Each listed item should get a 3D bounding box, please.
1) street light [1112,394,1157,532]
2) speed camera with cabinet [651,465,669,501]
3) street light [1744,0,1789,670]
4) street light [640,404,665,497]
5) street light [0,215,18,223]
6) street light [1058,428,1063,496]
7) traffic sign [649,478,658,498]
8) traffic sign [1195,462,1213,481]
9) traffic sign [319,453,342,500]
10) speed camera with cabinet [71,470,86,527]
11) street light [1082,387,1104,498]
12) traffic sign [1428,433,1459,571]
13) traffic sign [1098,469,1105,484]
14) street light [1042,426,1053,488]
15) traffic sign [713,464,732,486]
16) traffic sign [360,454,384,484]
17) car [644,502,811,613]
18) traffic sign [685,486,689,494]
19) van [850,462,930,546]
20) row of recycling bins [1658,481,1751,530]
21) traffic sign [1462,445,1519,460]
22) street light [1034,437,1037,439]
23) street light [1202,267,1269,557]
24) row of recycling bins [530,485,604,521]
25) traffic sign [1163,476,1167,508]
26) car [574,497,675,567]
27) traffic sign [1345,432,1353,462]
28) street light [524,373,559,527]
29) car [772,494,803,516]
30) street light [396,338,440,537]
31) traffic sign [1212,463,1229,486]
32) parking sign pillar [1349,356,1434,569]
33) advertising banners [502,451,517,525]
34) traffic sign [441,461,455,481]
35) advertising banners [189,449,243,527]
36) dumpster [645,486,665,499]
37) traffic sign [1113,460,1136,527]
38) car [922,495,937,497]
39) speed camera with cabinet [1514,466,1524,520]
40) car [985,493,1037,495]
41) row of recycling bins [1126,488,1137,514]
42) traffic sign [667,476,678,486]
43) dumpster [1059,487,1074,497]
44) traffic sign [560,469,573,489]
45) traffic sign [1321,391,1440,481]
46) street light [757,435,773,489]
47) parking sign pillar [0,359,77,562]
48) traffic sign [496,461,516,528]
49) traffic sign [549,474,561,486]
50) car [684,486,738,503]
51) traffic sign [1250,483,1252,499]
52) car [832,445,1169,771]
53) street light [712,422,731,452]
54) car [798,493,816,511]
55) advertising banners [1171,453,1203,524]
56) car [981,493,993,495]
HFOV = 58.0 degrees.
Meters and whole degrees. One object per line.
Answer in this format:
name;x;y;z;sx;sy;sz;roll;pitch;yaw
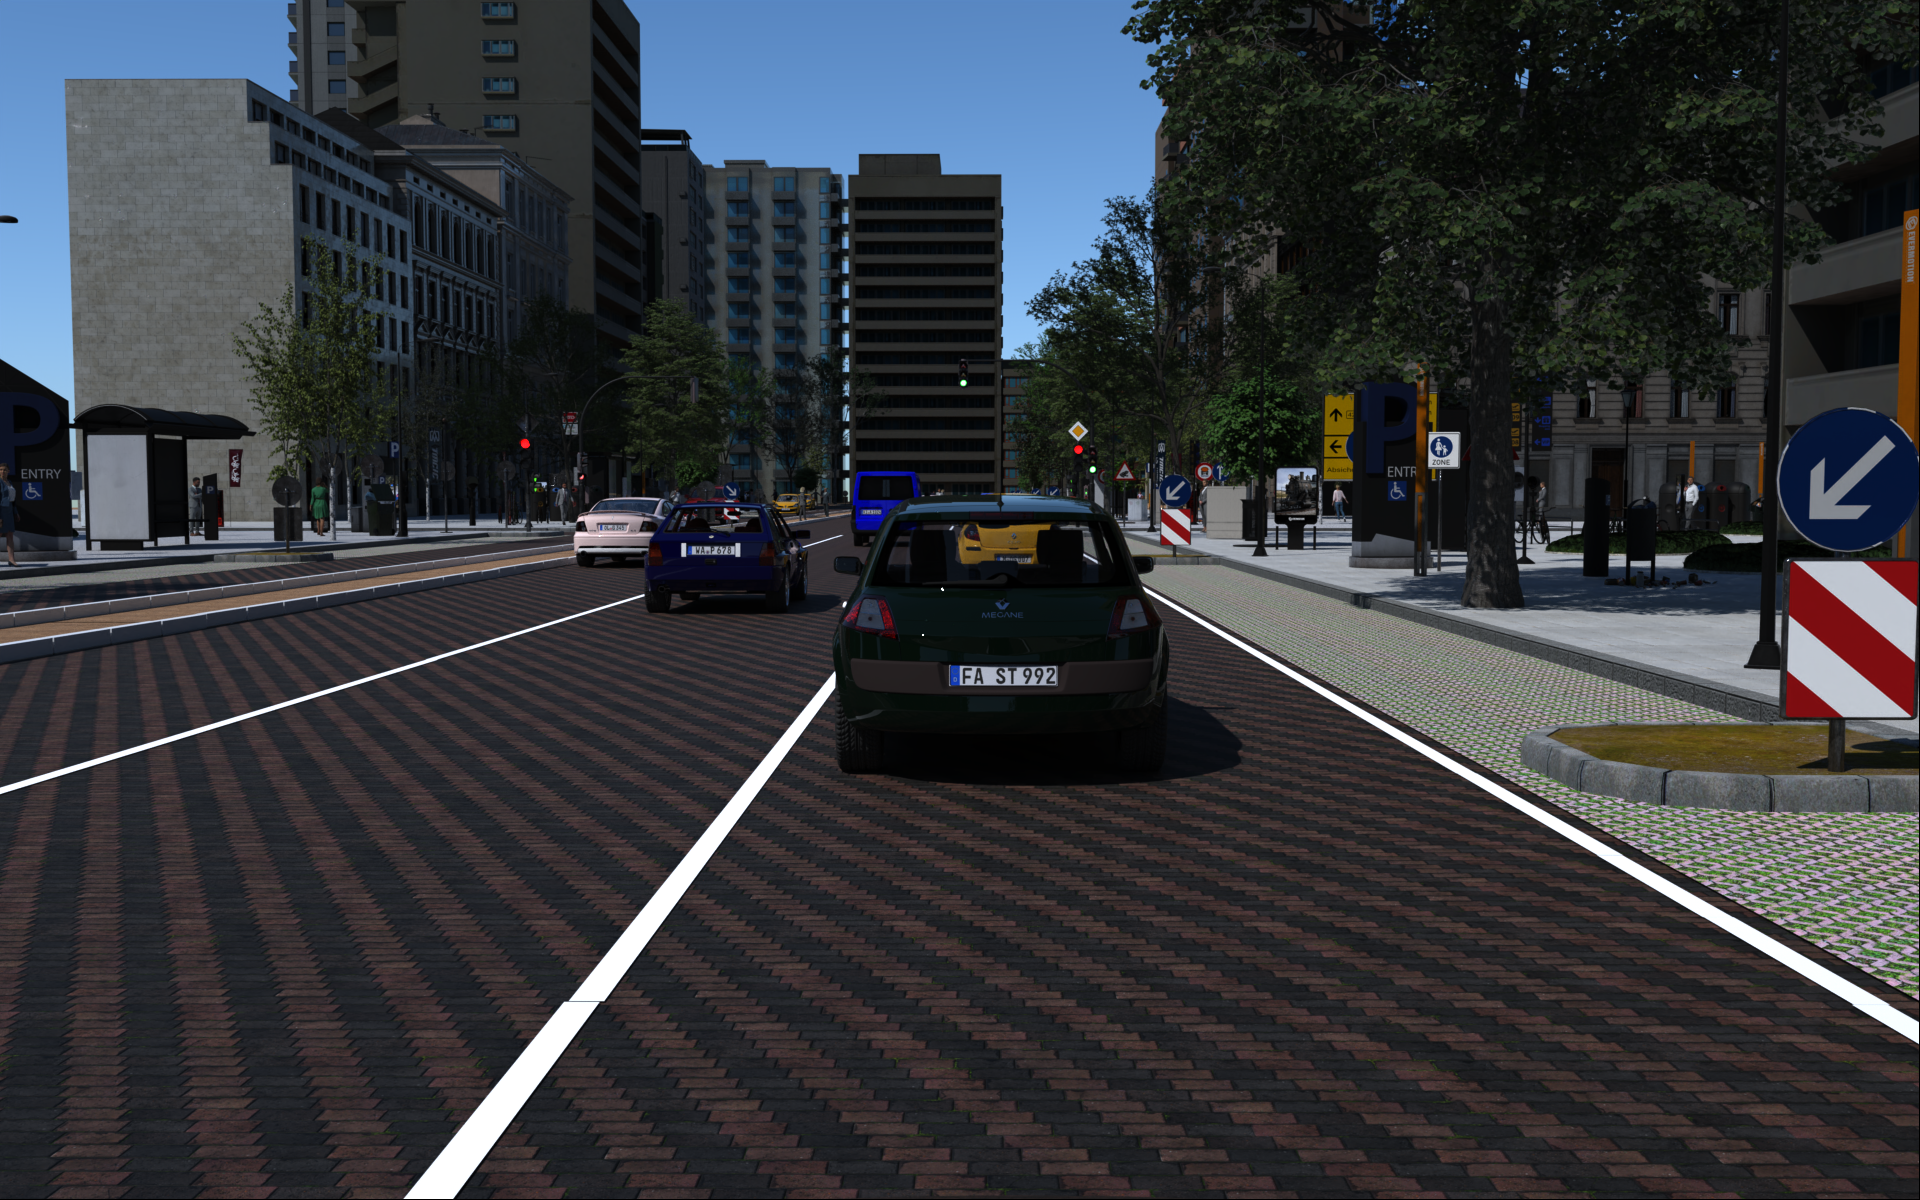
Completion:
street light;5.921;-5.237;58.168;1.470;5.913;1.316;0;4;1
speed camera with cabinet;-20.479;-7.558;117.906;0.660;3.252;2.038;-2;4;-35
street light;5.419;-2.452;12.632;1.470;5.913;1.316;0;4;1
street light;-15.879;-7.135;89.206;1.470;5.913;1.316;0;4;1
street light;-16.400;-3.455;29.023;1.470;5.913;1.316;0;4;1
street light;6.333;-7.577;96.430;1.470;5.913;1.316;0;4;1
traffic sign;-19.643;-6.665;111.103;0.606;2.300;0.079;1;4;8
traffic sign;9.798;-4.239;69.414;0.768;2.556;0.104;0;4;7
traffic sign;-19.419;-3.262;53.447;0.768;2.556;0.104;1;4;10
speed camera with cabinet;-34.078;-4.469;67.404;2.038;3.252;0.660;1;4;18
street light;5.999;-6.195;73.826;1.470;5.913;1.316;0;4;1
traffic sign;7.948;-1.623;28.669;0.606;2.300;0.079;0;4;7
traffic sign;7.370;-5.372;87.934;0.768;2.556;0.104;0;4;8
street light;6.504;-8.960;119.036;1.470;5.913;1.316;0;4;1
traffic sign;-16.764;-7.642;118.827;2.265;3.308;0.079;0;4;1
traffic sign;-18.717;-3.367;55.151;0.768;2.556;0.104;0;4;1
car;-2.937;-0.593;22.284;1.945;1.354;3.894;0;3;0
traffic sign;-20.757;-7.973;132.489;0.606;2.300;0.079;0;4;7
van;-1.993;-2.740;49.188;2.240;2.365;5.245;0;3;0
row of recycling bins;24.643;-3.077;57.414;3.534;1.692;1.069;-1;4;-21
traffic sign;8.364;-1.673;27.353;0.884;2.594;0.081;0;4;6
street light;6.750;-10.343;141.641;1.470;5.913;1.316;0;4;1
street light;5.650;-3.855;35.563;1.470;5.913;1.316;0;4;1
row of recycling bins;-18.558;-4.559;81.660;3.534;1.692;1.069;0;4;-1
traffic sign;11.343;-5.783;96.689;0.606;2.300;0.079;0;4;8
car;-6.575;-1.419;35.565;2.083;1.381;4.827;0;4;2
traffic sign;7.654;-1.995;32.719;0.768;2.556;0.104;0;4;6
street light;-16.094;-5.753;66.600;1.470;5.913;1.316;0;4;1
car;-11.172;-6.283;112.950;2.015;1.641;3.980;0;3;0
street light;-16.151;-4.837;51.628;1.470;5.913;1.316;0;4;1
traffic sign;10.428;-4.220;69.101;0.768;2.556;0.104;0;4;5
parking sign pillar;7.557;-2.555;30.252;1.447;3.967;1.447;-1;4;-10
advertising banners;-18.584;-4.600;71.397;0.090;3.025;2.074;0;4;-1
traffic sign;-19.789;-4.069;66.638;0.768;2.556;0.104;0;4;6
advertising banners;-28.840;-4.337;67.100;2.074;3.025;0.090;-1;4;-12
dumpster;-20.380;-6.685;115.050;1.264;1.857;1.865;0;4;1
traffic sign;6.336;-4.080;66.711;0.884;2.594;0.081;0;4;1
car;-1.752;-5.611;104.096;2.083;1.381;4.827;0;4;2
speed camera with cabinet;17.248;-3.775;56.050;2.038;3.252;0.660;-1;4;-8
car;0.822;-1.116;28.473;2.015;1.641;3.980;0;4;0
row of recycling bins;10.719;-6.377;111.372;1.069;1.692;3.534;1;4;15
traffic sign;-18.878;-6.951;113.752;0.768;2.556;0.104;0;4;3
dumpster;8.619;-8.212;140.022;1.264;1.857;1.865;0;4;1
traffic sign;-19.810;-5.324;87.153;0.768;2.556;0.104;0;4;8
traffic sign;8.343;-2.482;34.460;2.265;3.308;0.079;1;4;8
street light;-15.307;-9.949;135.203;1.470;5.913;1.316;0;4;1
parking sign pillar;-17.877;-2.746;33.362;1.447;3.967;1.447;-1;4;-23
traffic sign;-17.234;-4.014;65.740;0.768;2.556;0.104;0;4;8
traffic sign;-20.178;-5.150;86.334;0.606;2.300;0.079;0;4;8
car;-11.535;-4.390;80.444;2.281;1.827;5.304;0;4;2
traffic sign;9.457;-3.438;56.322;0.768;2.556;0.104;0;4;8
car;0.210;-0.034;10.339;2.009;1.686;4.222;0;3;0
street light;-15.540;-8.556;112.437;1.470;5.913;1.316;0;4;1
car;-13.586;-8.593;150.713;2.015;1.641;3.980;0;4;1
advertising banners;9.942;-4.767;74.133;2.074;3.025;0.090;-1;4;-19
car;2.212;-7.844;137.840;1.945;1.707;3.694;0;4;1
